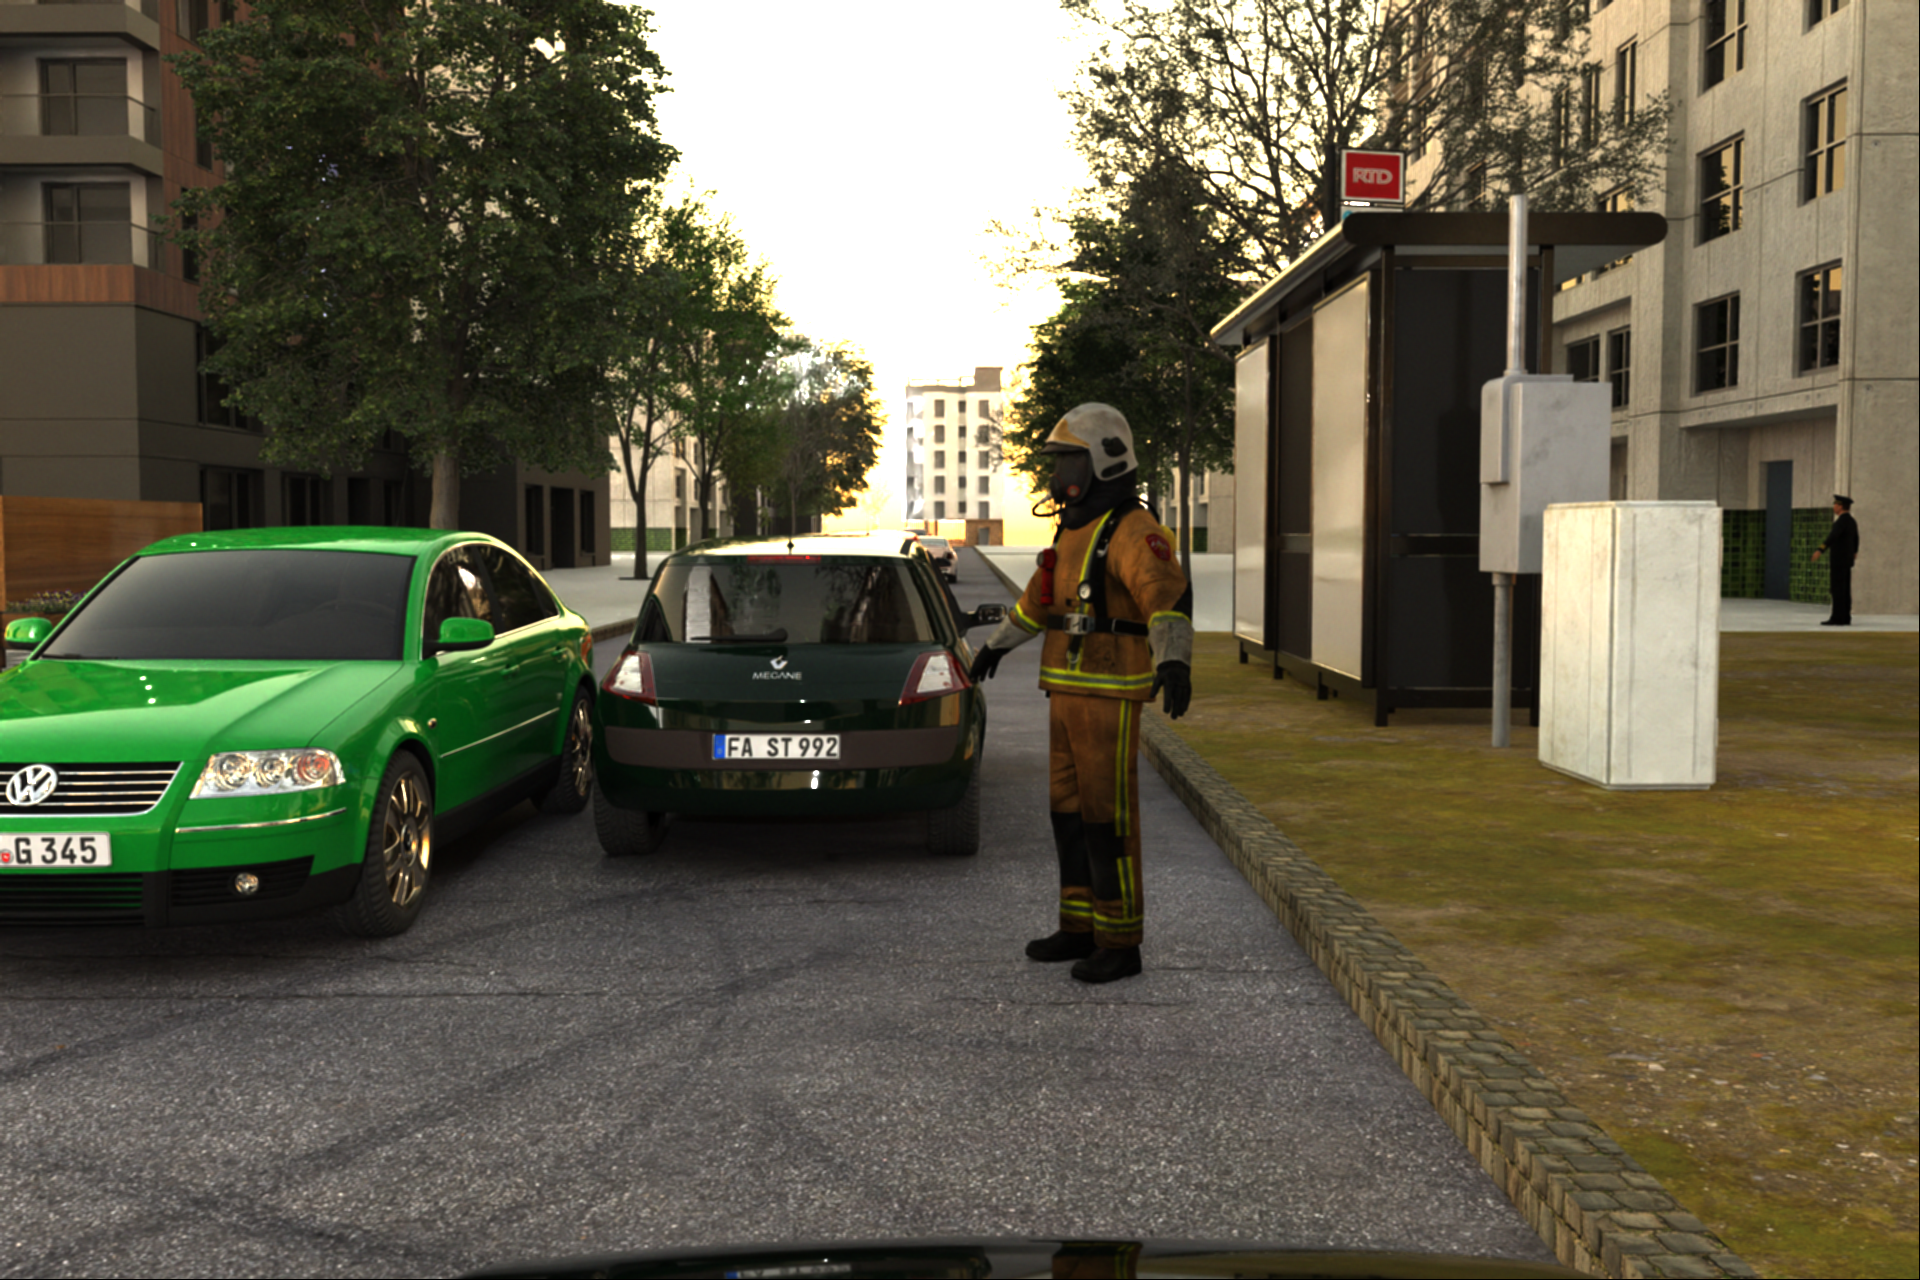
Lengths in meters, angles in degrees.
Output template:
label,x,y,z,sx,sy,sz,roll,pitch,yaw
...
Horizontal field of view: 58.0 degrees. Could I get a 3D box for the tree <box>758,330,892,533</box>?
label,x,y,z,sx,sy,sz,roll,pitch,yaw
tree,-9.094,-12.403,109.438,9.857,13.997,8.962,0,3,0

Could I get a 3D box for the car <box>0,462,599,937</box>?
label,x,y,z,sx,sy,sz,roll,pitch,yaw
car,-2.831,0.075,7.567,1.959,1.807,4.718,0,4,1

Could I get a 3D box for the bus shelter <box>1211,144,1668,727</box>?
label,x,y,z,sx,sy,sz,roll,pitch,yaw
bus shelter,3.570,-2.324,15.625,2.179,5.291,8.768,0,3,0

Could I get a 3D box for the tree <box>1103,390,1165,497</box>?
label,x,y,z,sx,sy,sz,roll,pitch,yaw
tree,6.457,-7.325,70.120,4.737,8.622,4.395,0,3,0

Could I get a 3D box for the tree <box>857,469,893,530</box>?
label,x,y,z,sx,sy,sz,roll,pitch,yaw
tree,-9.093,-14.984,195.355,4.360,8.622,3.978,0,3,0

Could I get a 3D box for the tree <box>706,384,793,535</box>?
label,x,y,z,sx,sy,sz,roll,pitch,yaw
tree,-9.507,-7.941,80.196,4.737,8.622,4.395,0,3,0

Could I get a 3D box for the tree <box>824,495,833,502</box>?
label,x,y,z,sx,sy,sz,roll,pitch,yaw
tree,-15.912,-15.345,201.257,4.360,8.622,3.978,0,3,0

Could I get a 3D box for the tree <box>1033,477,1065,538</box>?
label,x,y,z,sx,sy,sz,roll,pitch,yaw
tree,10.726,-14.884,193.723,4.360,8.622,3.978,0,3,0

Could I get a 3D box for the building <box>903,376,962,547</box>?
label,x,y,z,sx,sy,sz,roll,pitch,yaw
building,-6.169,-20.810,199.112,11.380,20.090,16.016,0,4,-3

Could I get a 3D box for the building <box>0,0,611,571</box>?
label,x,y,z,sx,sy,sz,roll,pitch,yaw
building,-28.508,-12.873,54.457,27.936,21.610,32.646,0,4,1

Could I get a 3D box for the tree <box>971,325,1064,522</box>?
label,x,y,z,sx,sy,sz,roll,pitch,yaw
tree,5.779,-11.393,96.639,12.009,13.543,11.850,0,3,0

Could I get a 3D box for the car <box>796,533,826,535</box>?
label,x,y,z,sx,sy,sz,roll,pitch,yaw
car,-2.311,-1.116,28.465,2.015,1.641,3.980,0,4,0

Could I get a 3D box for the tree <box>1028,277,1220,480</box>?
label,x,y,z,sx,sy,sz,roll,pitch,yaw
tree,5.964,-7.836,62.538,7.601,10.594,8.767,1,4,14

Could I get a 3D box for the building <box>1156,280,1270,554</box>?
label,x,y,z,sx,sy,sz,roll,pitch,yaw
building,24.622,-16.071,129.218,16.747,18.905,31.486,0,4,0

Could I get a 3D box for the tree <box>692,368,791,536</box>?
label,x,y,z,sx,sy,sz,roll,pitch,yaw
tree,-9.297,-7.440,72.008,4.737,8.622,4.395,0,3,0

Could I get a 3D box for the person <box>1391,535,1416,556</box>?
label,x,y,z,sx,sy,sz,roll,pitch,yaw
person,10.186,-2.097,40.412,1.347,1.817,0.704,1,4,20

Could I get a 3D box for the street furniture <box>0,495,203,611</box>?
label,x,y,z,sx,sy,sz,roll,pitch,yaw
street furniture,-11.867,-1.010,23.373,9.812,1.723,11.010,0,4,3

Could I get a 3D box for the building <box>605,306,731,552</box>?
label,x,y,z,sx,sy,sz,roll,pitch,yaw
building,-29.314,-16.823,141.510,16.747,18.905,31.486,0,4,0

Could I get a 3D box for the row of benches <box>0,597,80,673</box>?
label,x,y,z,sx,sy,sz,roll,pitch,yaw
row of benches,-9.358,-0.002,15.503,1.422,0.672,4.104,2,4,24

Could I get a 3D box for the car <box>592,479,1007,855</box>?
label,x,y,z,sx,sy,sz,roll,pitch,yaw
car,-0.745,0.041,9.122,2.009,1.686,4.222,0,4,0

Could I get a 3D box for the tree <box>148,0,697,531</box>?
label,x,y,z,sx,sy,sz,roll,pitch,yaw
tree,-9.235,-7.606,31.022,9.857,13.997,8.962,0,3,0

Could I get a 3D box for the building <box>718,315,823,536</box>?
label,x,y,z,sx,sy,sz,roll,pitch,yaw
building,-29.081,-20.221,174.583,27.936,21.610,32.646,0,4,0

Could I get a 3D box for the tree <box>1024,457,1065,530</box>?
label,x,y,z,sx,sy,sz,roll,pitch,yaw
tree,11.189,-16.832,200.963,9.928,11.665,9.643,0,3,0

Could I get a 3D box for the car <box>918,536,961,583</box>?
label,x,y,z,sx,sy,sz,roll,pitch,yaw
car,-1.016,-2.410,51.771,2.083,1.381,4.827,0,3,0

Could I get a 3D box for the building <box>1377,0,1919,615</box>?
label,x,y,z,sx,sy,sz,roll,pitch,yaw
building,22.349,-10.775,42.627,16.747,18.905,31.486,0,3,0

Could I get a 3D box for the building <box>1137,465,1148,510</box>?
label,x,y,z,sx,sy,sz,roll,pitch,yaw
building,22.604,-14.150,173.502,9.099,9.664,28.070,0,3,0

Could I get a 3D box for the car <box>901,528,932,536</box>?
label,x,y,z,sx,sy,sz,roll,pitch,yaw
car,-2.816,-5.878,104.786,2.281,1.827,5.304,0,4,0

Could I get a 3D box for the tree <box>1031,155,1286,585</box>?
label,x,y,z,sx,sy,sz,roll,pitch,yaw
tree,5.189,-6.567,41.789,7.601,10.594,8.767,-1,4,-21

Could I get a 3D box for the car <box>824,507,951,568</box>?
label,x,y,z,sx,sy,sz,roll,pitch,yaw
car,-1.188,-0.877,23.380,2.155,1.783,4.494,0,4,-1

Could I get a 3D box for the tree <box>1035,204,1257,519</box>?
label,x,y,z,sx,sy,sz,roll,pitch,yaw
tree,6.154,-8.288,53.632,7.486,12.596,7.792,0,3,0

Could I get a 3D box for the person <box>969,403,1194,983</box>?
label,x,y,z,sx,sy,sz,roll,pitch,yaw
person,0.419,0.156,5.680,0.705,1.858,1.354,-2,4,-25

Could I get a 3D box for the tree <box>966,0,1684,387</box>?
label,x,y,z,sx,sy,sz,roll,pitch,yaw
tree,5.675,-7.128,26.912,12.009,13.543,11.850,0,3,0

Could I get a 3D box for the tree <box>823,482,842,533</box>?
label,x,y,z,sx,sy,sz,roll,pitch,yaw
tree,-15.403,-15.031,196.123,4.737,8.622,4.395,0,3,0

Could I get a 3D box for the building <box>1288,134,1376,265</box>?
label,x,y,z,sx,sy,sz,roll,pitch,yaw
building,25.256,-14.980,75.858,19.493,23.208,18.063,0,4,0

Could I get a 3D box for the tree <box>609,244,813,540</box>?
label,x,y,z,sx,sy,sz,roll,pitch,yaw
tree,-9.046,-8.306,61.560,9.928,11.665,9.643,0,3,0

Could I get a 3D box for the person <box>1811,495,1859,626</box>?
label,x,y,z,sx,sy,sz,roll,pitch,yaw
person,12.384,-1.129,24.395,1.347,1.837,0.705,-3,5,-41

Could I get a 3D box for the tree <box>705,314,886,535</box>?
label,x,y,z,sx,sy,sz,roll,pitch,yaw
tree,-9.271,-11.418,97.058,12.009,13.543,11.850,0,3,0

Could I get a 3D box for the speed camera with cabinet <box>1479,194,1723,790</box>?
label,x,y,z,sx,sy,sz,roll,pitch,yaw
speed camera with cabinet,3.476,-0.930,9.542,0.660,3.252,2.038,0,4,-2

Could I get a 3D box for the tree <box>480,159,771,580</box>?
label,x,y,z,sx,sy,sz,roll,pitch,yaw
tree,-9.093,-7.500,48.388,9.928,11.665,9.643,0,3,0

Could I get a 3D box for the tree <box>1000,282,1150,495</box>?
label,x,y,z,sx,sy,sz,roll,pitch,yaw
tree,5.704,-9.813,78.573,7.486,12.596,7.792,0,3,0
